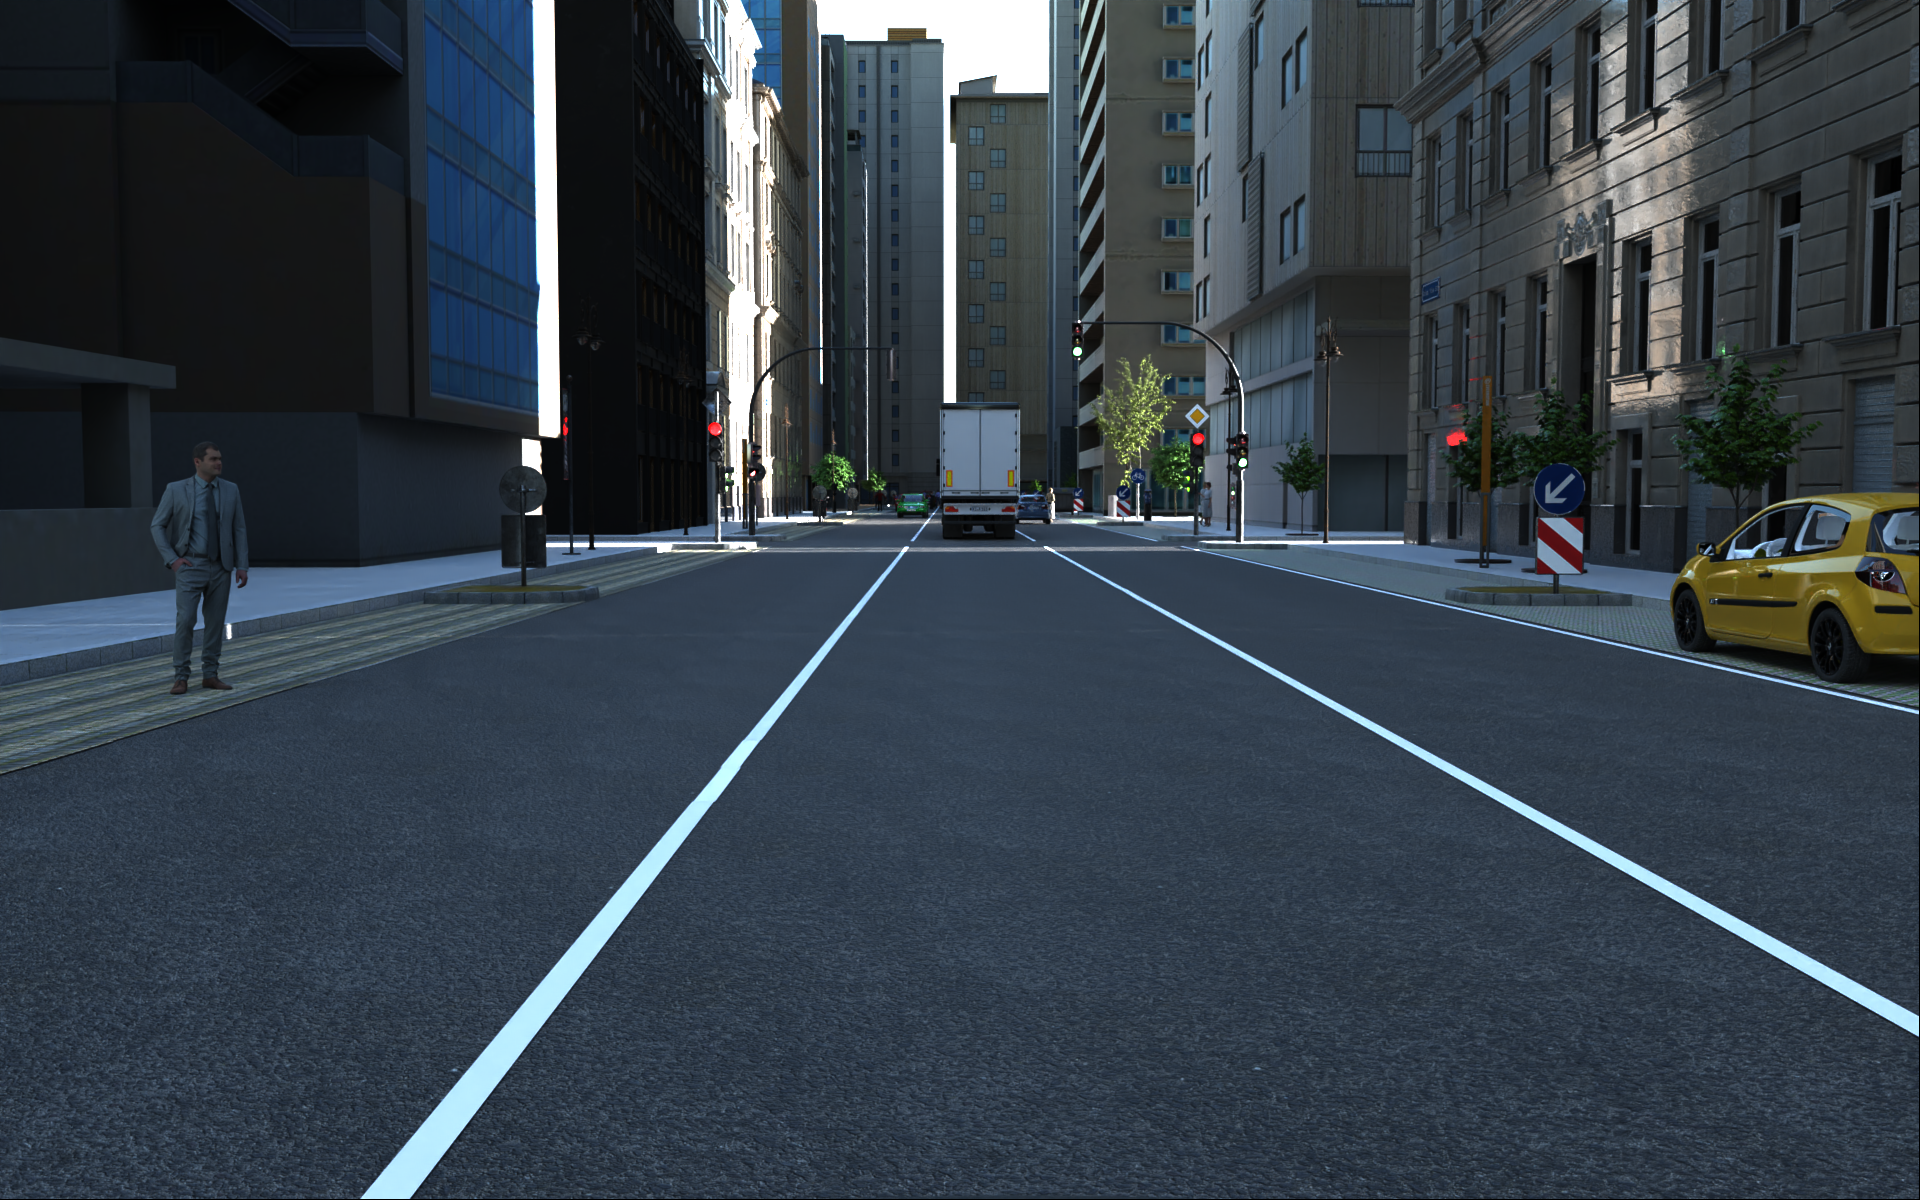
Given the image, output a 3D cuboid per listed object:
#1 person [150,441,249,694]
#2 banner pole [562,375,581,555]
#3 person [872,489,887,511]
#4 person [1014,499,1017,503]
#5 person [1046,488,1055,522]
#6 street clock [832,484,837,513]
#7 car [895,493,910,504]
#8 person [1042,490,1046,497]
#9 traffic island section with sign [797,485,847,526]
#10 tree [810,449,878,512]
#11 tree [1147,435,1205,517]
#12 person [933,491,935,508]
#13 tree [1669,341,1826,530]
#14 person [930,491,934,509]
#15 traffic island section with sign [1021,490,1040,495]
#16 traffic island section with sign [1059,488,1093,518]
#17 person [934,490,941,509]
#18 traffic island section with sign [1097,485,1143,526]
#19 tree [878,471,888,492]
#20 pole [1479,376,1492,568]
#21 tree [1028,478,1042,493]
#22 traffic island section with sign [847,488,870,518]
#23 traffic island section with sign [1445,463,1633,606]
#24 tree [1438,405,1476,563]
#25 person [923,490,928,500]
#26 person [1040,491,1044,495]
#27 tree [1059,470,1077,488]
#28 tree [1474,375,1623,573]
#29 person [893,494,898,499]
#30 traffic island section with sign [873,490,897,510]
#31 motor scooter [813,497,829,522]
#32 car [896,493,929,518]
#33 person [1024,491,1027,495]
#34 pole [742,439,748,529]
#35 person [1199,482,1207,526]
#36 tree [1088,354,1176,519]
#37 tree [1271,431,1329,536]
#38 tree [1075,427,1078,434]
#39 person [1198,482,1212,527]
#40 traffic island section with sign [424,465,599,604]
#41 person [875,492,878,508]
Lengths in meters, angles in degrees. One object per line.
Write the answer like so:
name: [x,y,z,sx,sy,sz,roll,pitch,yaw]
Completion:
person: [-5.501,-0.243,12.580,0.391,1.810,0.635,3,5,40]
banner pole: [-8.234,-2.835,36.366,0.401,3.779,0.863,0,4,1]
person: [-6.622,-8.235,143.073,1.348,1.831,0.705,1,4,8]
person: [6.427,-11.819,201.755,1.348,1.821,0.705,-2,4,-32]
person: [4.745,-4.973,90.360,0.519,1.759,0.362,2,4,32]
street clock: [-8.614,-6.990,118.854,0.358,2.002,0.471,-2,4,-27]
car: [-3.382,-6.737,119.189,2.155,1.783,4.494,0,4,-2]
person: [8.592,-10.680,181.454,0.721,1.735,1.217,-3,5,-40]
traffic island section with sign: [-6.305,-4.270,78.434,1.989,1.847,2.006,0,4,0]
tree: [-9.170,-8.717,126.235,4.285,4.588,4.351,0,3,0]
tree: [12.035,-6.874,96.096,4.285,4.588,4.351,0,3,0]
person: [-2.850,-10.633,183.076,0.721,1.736,1.217,1,4,18]
tree: [9.880,-1.683,22.116,1.663,3.219,1.824,0,3,0]
person: [-2.610,-9.318,161.657,0.445,1.727,0.742,0,4,-2]
traffic island section with sign: [6.743,-8.992,155.641,1.989,1.847,2.006,0,4,0]
traffic island section with sign: [7.044,-5.920,105.426,1.989,1.847,2.006,0,4,0]
person: [-2.165,-9.865,169.669,0.709,1.838,0.599,-1,4,-15]
traffic island section with sign: [7.220,-4.272,78.472,1.989,1.847,2.006,0,4,0]
tree: [-10.296,-13.625,206.487,4.285,4.588,4.351,0,3,0]
pole: [9.101,-2.210,29.979,0.158,3.312,0.155,0,3,0]
tree: [8.993,-12.915,205.756,1.663,3.219,1.824,0,3,0]
traffic island section with sign: [-6.467,-5.918,105.389,1.989,1.847,2.006,0,4,0]
traffic island section with sign: [7.559,-0.876,22.949,1.989,1.847,2.006,0,4,0]
tree: [9.665,-2.306,32.310,1.663,3.219,1.824,0,3,0]
person: [-3.555,-10.499,180.032,0.599,1.838,0.709,3,5,39]
person: [6.334,-7.602,134.254,0.415,1.643,0.593,2,4,27]
tree: [9.016,-8.771,138.006,1.663,3.219,1.824,0,3,0]
tree: [9.703,-2.069,28.424,1.663,3.219,1.824,0,3,0]
person: [-5.346,-8.239,146.439,0.697,1.427,0.421,-1,4,-19]
traffic island section with sign: [-6.780,-8.986,155.552,1.989,1.847,2.006,0,4,0]
motor scooter: [-6.990,-4.551,87.179,0.815,1.314,1.986,0,4,-1]
car: [-2.859,-5.892,105.130,1.959,1.807,4.718,0,4,1]
person: [5.253,-7.762,136.877,0.593,1.643,0.415,2,4,27]
pole: [-7.933,-4.283,63.873,0.158,3.312,0.155,0,3,0]
person: [9.943,-3.931,70.672,0.624,1.780,0.694,-2,4,-23]
tree: [9.049,-8.560,90.316,4.737,8.622,4.395,0,3,0]
tree: [10.711,-3.607,53.576,1.663,3.219,1.824,0,3,0]
tree: [10.268,-10.659,124.638,4.360,8.622,3.978,0,3,0]
person: [9.693,-3.773,68.294,0.524,1.755,0.480,-2,4,-24]
traffic island section with sign: [-5.962,-0.900,23.347,1.989,1.847,2.006,0,4,0]
person: [-7.657,-9.154,159.639,0.415,1.643,0.593,-1,4,-19]
